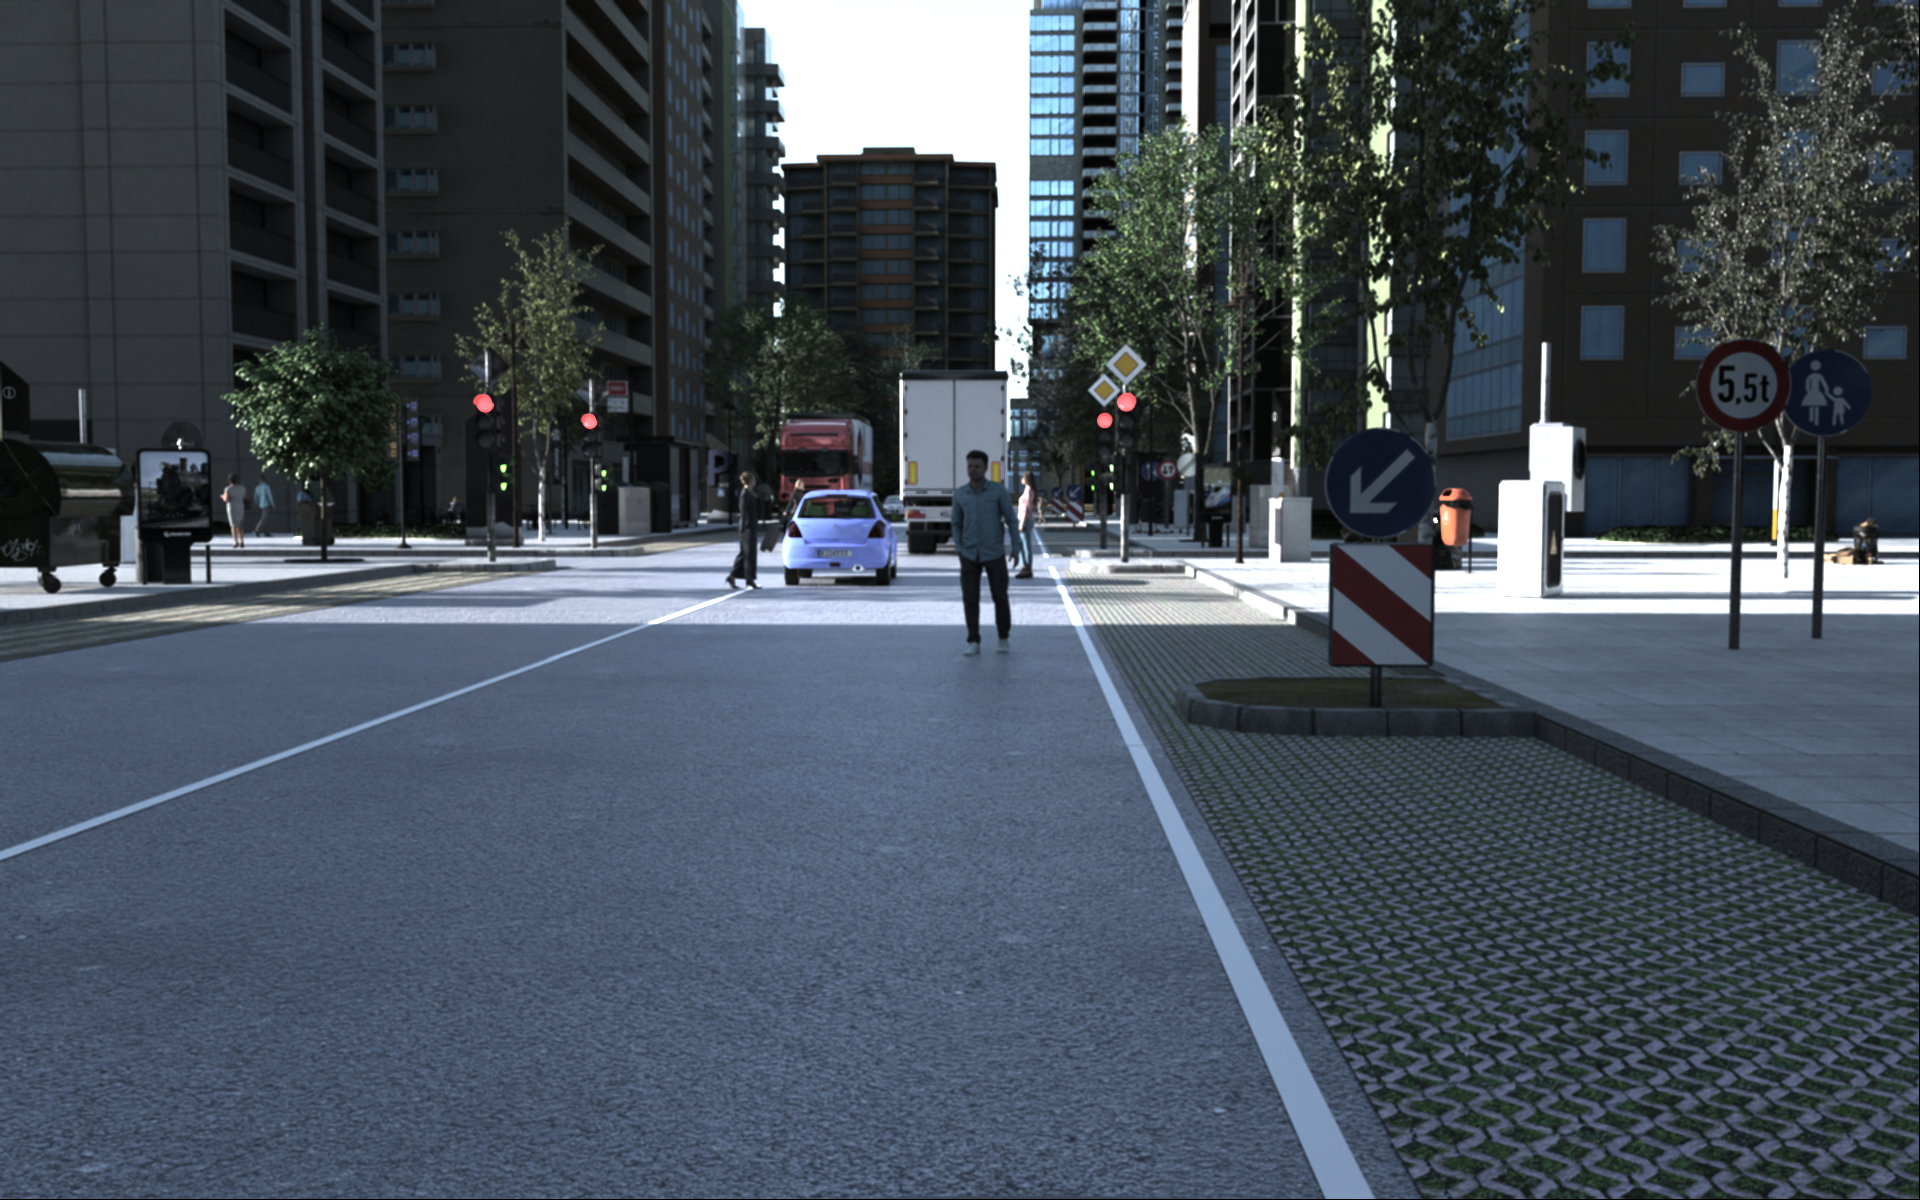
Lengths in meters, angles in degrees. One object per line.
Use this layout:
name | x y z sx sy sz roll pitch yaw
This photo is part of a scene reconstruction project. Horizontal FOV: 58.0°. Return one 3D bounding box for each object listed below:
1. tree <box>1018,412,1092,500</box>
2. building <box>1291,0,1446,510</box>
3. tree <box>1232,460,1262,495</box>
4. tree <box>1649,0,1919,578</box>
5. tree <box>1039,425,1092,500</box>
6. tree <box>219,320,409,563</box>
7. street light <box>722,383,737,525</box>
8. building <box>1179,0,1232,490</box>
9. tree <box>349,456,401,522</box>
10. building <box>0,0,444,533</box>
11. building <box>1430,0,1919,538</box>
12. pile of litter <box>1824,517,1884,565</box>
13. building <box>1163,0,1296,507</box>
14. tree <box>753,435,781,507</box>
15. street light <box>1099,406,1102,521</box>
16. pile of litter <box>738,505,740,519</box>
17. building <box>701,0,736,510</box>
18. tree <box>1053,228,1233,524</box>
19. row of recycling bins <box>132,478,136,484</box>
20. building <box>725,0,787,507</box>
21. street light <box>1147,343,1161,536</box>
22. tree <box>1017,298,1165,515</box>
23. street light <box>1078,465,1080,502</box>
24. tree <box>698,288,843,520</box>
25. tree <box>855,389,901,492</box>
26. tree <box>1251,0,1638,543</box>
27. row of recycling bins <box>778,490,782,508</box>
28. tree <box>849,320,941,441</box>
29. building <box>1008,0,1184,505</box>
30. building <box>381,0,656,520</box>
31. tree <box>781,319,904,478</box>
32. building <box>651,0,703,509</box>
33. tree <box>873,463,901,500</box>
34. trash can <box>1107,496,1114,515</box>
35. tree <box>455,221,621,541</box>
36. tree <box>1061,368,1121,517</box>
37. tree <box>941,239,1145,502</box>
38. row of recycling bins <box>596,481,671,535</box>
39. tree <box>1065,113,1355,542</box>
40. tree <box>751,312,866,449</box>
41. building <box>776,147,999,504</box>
tree | 10.351 -14.812 176.591 8.767 10.594 7.601 0 4 -7
building | 27.658 -25.916 107.326 14.154 41.232 14.086 0 4 2
tree | 13.743 -5.540 85.180 1.663 3.219 1.824 0 3 0
tree | 12.630 -4.651 26.410 4.360 8.622 3.978 0 3 0
tree | 9.955 -12.238 150.451 4.360 8.622 3.978 0 3 0
tree | -12.195 -3.006 32.859 4.285 4.588 4.351 0 3 0
street light | -9.590 -6.078 72.165 0.468 5.910 1.993 0 4 2
building | 26.881 -30.660 151.398 14.600 45.320 14.200 0 4 2
tree | -18.299 -3.663 54.489 1.663 3.219 1.824 0 3 0
building | -31.589 -38.327 64.892 20.563 71.187 20.611 0 4 2
building | 24.218 -24.819 55.909 14.200 45.320 14.600 0 4 2
pile of litter | 16.462 -1.103 31.993 1.176 0.858 1.719 3 4 37
building | 30.598 -44.648 168.245 20.563 71.187 20.611 0 4 2
tree | -9.973 -6.860 95.876 4.285 4.588 4.351 0 3 0
street light | 6.838 -6.788 83.767 0.468 5.910 1.993 0 4 2
pile of litter | -11.749 -4.555 88.445 1.176 0.858 1.719 -3 4 -38
building | -26.092 -27.815 138.362 14.154 41.232 14.086 0 4 2
tree | 7.793 -9.500 73.446 7.486 12.596 7.792 0 3 0
row of recycling bins | -22.183 -2.232 43.613 3.534 1.692 1.069 0 4 -6
building | -32.805 -33.647 169.734 30.456 49.044 23.786 0 4 2
street light | 5.880 -4.922 53.270 0.468 5.910 1.993 0 4 2
tree | 8.347 -12.009 106.716 12.009 13.543 11.850 0 3 0
street light | 7.904 -8.703 115.088 0.468 5.910 1.993 0 4 2
tree | -9.455 -9.830 86.479 9.928 11.665 9.643 0 3 0
tree | -7.742 -13.080 148.269 7.601 10.594 8.767 0 4 1
tree | 4.817 -4.121 17.737 4.737 8.622 4.395 0 3 0
row of recycling bins | -10.196 -5.929 104.051 1.069 1.692 3.534 0 4 5
tree | -6.890 -20.499 191.042 12.611 20.169 13.585 0 3 0
building | 20.344 -55.417 218.745 31.000 86.520 22.319 0 4 2
building | -29.570 -28.800 94.584 21.300 48.544 21.600 0 4 2
tree | -8.437 -13.353 124.982 9.857 13.997 8.962 0 3 0
building | -26.345 -28.928 123.090 14.600 45.320 14.200 0 4 2
tree | -6.914 -10.749 159.454 4.285 4.588 4.351 0 3 0
trash can | 9.005 -5.736 105.438 0.748 1.137 0.748 0 3 0
tree | -11.467 -5.912 47.018 4.737 8.622 4.395 0 3 0
tree | 7.818 -8.978 97.149 4.737 8.622 4.395 0 3 0
tree | 7.830 -16.697 128.881 12.611 20.169 13.585 0 3 0
row of recycling bins | -10.652 -2.999 56.146 1.069 1.692 3.534 2 4 27
tree | 6.580 -7.377 46.374 9.928 11.665 9.643 0 3 0
tree | -9.556 -11.635 108.359 7.486 12.596 7.792 0 3 0
building | -9.563 -34.660 221.318 28.867 44.769 22.147 0 4 2
